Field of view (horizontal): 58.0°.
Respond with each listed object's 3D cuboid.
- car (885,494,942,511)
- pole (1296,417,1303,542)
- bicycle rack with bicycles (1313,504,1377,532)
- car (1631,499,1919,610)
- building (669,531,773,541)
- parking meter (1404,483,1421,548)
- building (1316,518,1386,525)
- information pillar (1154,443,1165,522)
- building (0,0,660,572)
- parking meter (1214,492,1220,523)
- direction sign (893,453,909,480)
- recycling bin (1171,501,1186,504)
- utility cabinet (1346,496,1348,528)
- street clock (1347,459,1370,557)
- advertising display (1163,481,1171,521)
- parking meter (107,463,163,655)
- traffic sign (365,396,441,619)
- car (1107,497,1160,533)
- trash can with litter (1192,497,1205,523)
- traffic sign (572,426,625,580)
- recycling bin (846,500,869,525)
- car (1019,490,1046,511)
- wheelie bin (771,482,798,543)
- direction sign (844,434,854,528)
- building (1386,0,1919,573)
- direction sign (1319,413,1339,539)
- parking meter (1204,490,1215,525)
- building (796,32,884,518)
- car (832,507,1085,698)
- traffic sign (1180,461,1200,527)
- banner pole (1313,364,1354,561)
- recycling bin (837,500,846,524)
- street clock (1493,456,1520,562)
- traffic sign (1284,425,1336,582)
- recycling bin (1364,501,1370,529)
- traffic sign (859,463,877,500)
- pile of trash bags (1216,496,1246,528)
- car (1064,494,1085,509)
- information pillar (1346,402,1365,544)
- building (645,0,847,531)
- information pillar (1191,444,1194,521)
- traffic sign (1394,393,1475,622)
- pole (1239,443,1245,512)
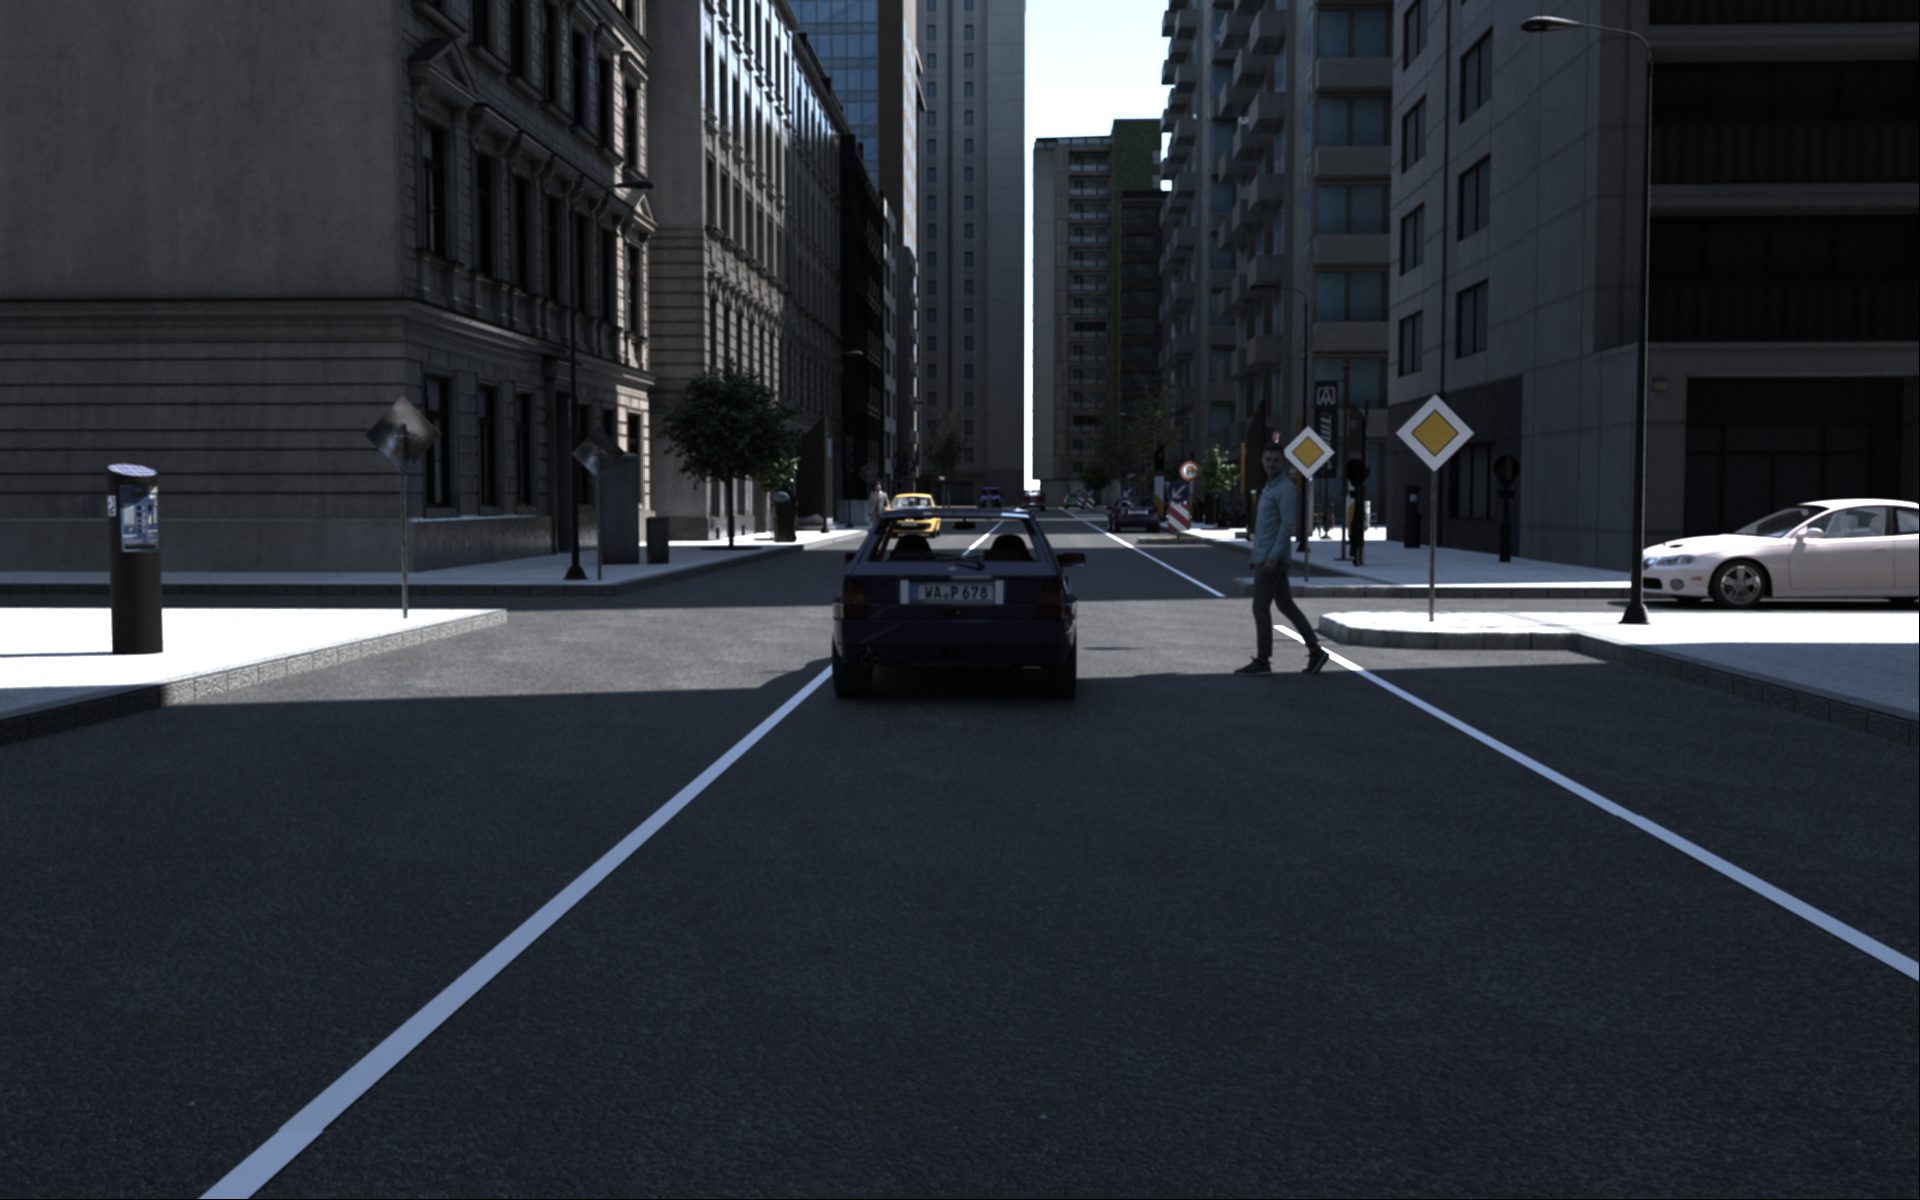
[{"bbox_3d":[-1.566,-2.908,57.762,2.015,1.641,3.980,0,4,2],"label":"car"},{"bbox_3d":[9.067,-3.198,46.132,0.158,3.312,0.155,0,3,0],"label":"pole"},{"bbox_3d":[13.119,-2.833,59.696,2.852,0.926,2.925,2,4,26],"label":"bicycle rack with bicycles"},{"bbox_3d":[11.169,-0.607,22.283,4.827,1.381,2.083,0,4,2],"label":"car"},{"bbox_3d":[-11.163,-12.634,55.712,9.793,20.994,18.267,0,4,2],"label":"building"},{"bbox_3d":[10.778,-2.008,41.236,0.372,1.533,0.369,0,3,0],"label":"parking meter"},{"bbox_3d":[24.316,-28.282,82.016,23.786,49.044,30.456,0,4,2],"label":"building"},{"bbox_3d":[9.174,-5.399,79.623,0.504,3.616,0.183,3,4,37],"label":"information pillar"},{"bbox_3d":[-13.250,-10.544,37.025,10.561,19.102,19.286,0,4,2],"label":"building"},{"bbox_3d":[11.259,-4.160,76.424,0.372,1.533,0.369,0,3,0],"label":"parking meter"},{"bbox_3d":[-3.216,-6.307,95.119,0.876,3.537,0.379,-1,4,-11],"label":"direction sign"},{"bbox_3d":[12.465,-5.297,99.167,0.722,1.027,0.722,-2,4,-31],"label":"recycling bin"},{"bbox_3d":[15.038,-3.393,66.631,0.306,1.237,1.020,2,4,25],"label":"utility cabinet"},{"bbox_3d":[8.130,-1.892,35.509,0.471,2.002,0.358,3,5,41],"label":"street clock"},{"bbox_3d":[9.736,-4.761,83.060,0.974,1.923,0.123,-3,5,-40],"label":"advertising display"},{"bbox_3d":[-6.638,-0.338,13.937,0.372,1.533,0.369,0,3,0],"label":"parking meter"},{"bbox_3d":[-5.709,-0.864,17.772,0.795,2.450,0.064,0,4,2],"label":"traffic sign"},{"bbox_3d":[6.525,-3.213,65.118,1.945,1.354,3.894,0,4,1],"label":"car"},{"bbox_3d":[10.873,-4.024,77.183,1.055,1.170,0.624,1,4,11],"label":"trash can with litter"},{"bbox_3d":[-5.368,-1.352,25.750,0.795,2.450,0.064,0,4,2],"label":"traffic sign"},{"bbox_3d":[-4.145,-3.588,71.210,0.722,1.027,0.722,1,4,10],"label":"recycling bin"},{"bbox_3d":[6.182,-8.462,147.023,2.281,1.827,5.304,0,4,0],"label":"car"},{"bbox_3d":[-4.676,-2.331,46.020,0.693,1.594,0.980,-1,4,-14],"label":"wheelie bin"},{"bbox_3d":[-4.228,-4.534,66.125,0.379,3.537,0.876,1,4,15],"label":"direction sign"},{"bbox_3d":[21.647,-36.541,35.697,20.611,71.187,20.563,0,4,2],"label":"building"},{"bbox_3d":[10.381,-3.486,48.999,0.379,3.537,0.876,-2,4,-30],"label":"direction sign"},{"bbox_3d":[10.463,-4.095,72.667,0.399,1.863,0.255,-3,4,-37],"label":"parking meter"},{"bbox_3d":[-10.861,-16.030,91.771,12.332,23.373,15.834,0,4,2],"label":"building"},{"bbox_3d":[0.020,-0.057,13.516,1.945,1.354,3.894,0,4,2],"label":"car"},{"bbox_3d":[8.851,-4.072,66.676,0.768,2.556,0.104,0,4,5],"label":"traffic sign"},{"bbox_3d":[7.235,-2.664,33.568,0.863,3.779,0.401,2,4,32],"label":"banner pole"},{"bbox_3d":[-4.823,-3.817,74.959,0.722,1.027,0.722,3,5,44],"label":"recycling bin"},{"bbox_3d":[10.311,-1.721,32.705,0.471,2.002,0.358,1,4,22],"label":"street clock"},{"bbox_3d":[5.066,-1.324,25.285,0.795,2.450,0.064,0,4,2],"label":"traffic sign"},{"bbox_3d":[14.691,-3.132,63.763,0.722,1.027,0.722,1,4,19],"label":"recycling bin"},{"bbox_3d":[-3.830,-4.401,72.069,0.768,2.556,0.104,0,4,7],"label":"traffic sign"},{"bbox_3d":[11.242,-3.484,66.720,1.912,1.369,3.447,2,4,30],"label":"pile of trash bags"},{"bbox_3d":[10.795,-9.474,163.689,1.959,1.807,4.718,0,4,1],"label":"car"},{"bbox_3d":[10.086,-3.227,44.123,0.183,3.616,0.504,-2,4,-32],"label":"information pillar"},{"bbox_3d":[-10.656,-13.752,74.003,9.793,20.994,18.267,0,4,2],"label":"building"},{"bbox_3d":[10.959,-5.521,81.616,0.183,3.616,0.504,1,4,16],"label":"information pillar"},{"bbox_3d":[4.725,-0.836,17.308,0.795,2.450,0.064,0,4,2],"label":"traffic sign"},{"bbox_3d":[11.173,-4.572,68.593,0.158,3.312,0.155,0,3,0],"label":"pole"}]
